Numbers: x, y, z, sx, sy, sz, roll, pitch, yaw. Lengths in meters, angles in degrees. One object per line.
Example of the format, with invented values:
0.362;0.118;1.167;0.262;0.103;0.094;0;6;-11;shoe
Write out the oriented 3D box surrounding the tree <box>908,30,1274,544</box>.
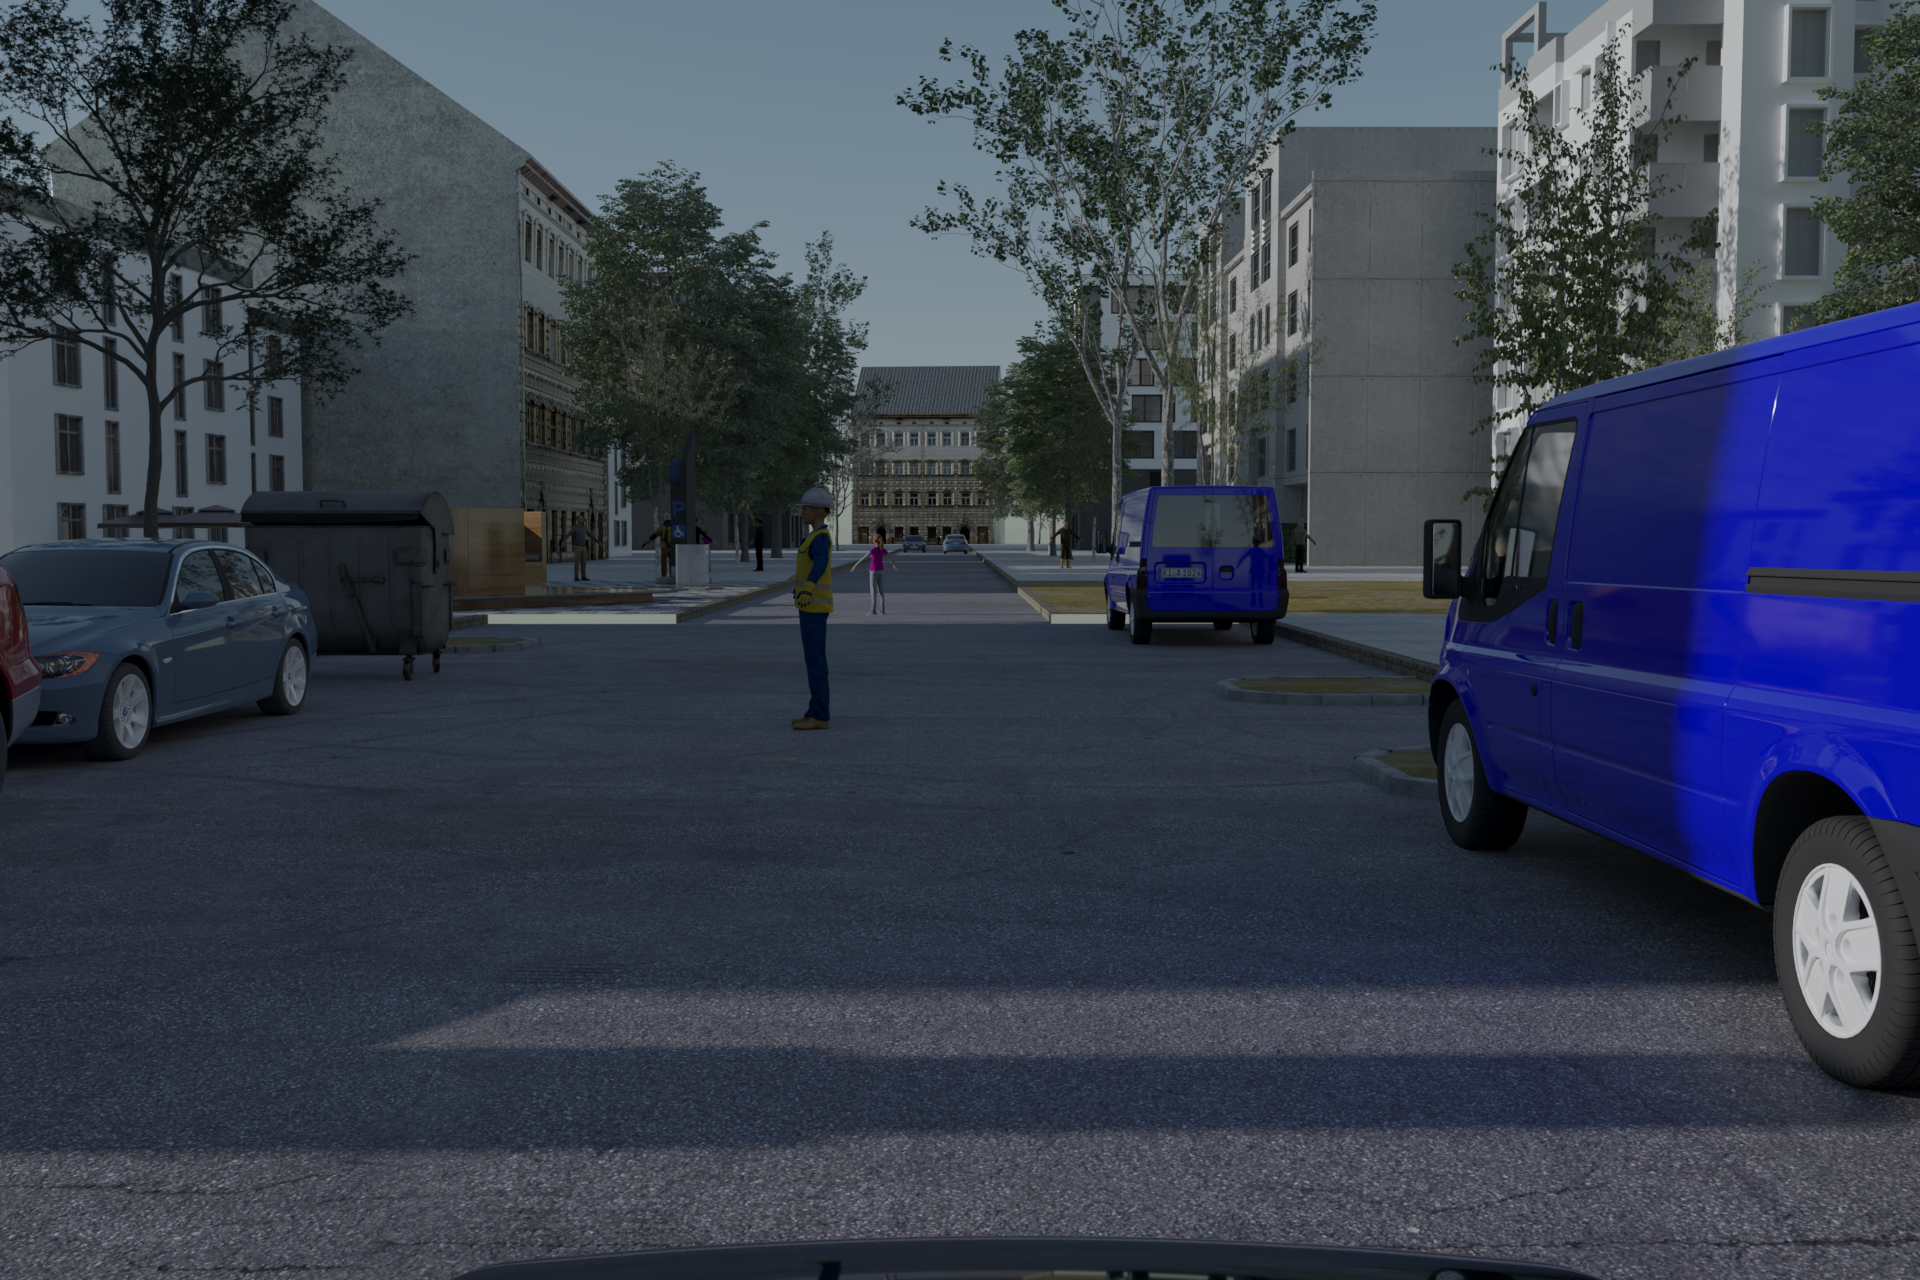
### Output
4.743;-12.896;66.731;12.611;20.169;13.585;0;3;0;tree

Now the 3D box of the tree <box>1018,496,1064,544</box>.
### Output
10.338;-17.355;218.159;7.601;10.594;8.767;0;4;8;tree

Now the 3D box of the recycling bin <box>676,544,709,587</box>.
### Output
-6.507;-1.809;42.136;0.722;1.027;0.722;0;4;-1;recycling bin

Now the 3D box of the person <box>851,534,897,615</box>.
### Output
-1.508;-1.169;30.838;0.991;1.433;0.599;-3;4;-38;person

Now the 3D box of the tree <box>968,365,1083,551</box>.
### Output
5.162;-13.541;128.044;9.857;13.997;8.962;0;3;0;tree

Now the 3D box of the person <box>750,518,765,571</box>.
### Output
-6.954;-3.292;59.760;0.705;1.837;1.347;1;4;10;person

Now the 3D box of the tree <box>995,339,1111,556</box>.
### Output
5.657;-11.156;100.525;7.486;12.596;7.792;0;3;0;tree

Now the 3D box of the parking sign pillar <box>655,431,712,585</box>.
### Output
-7.120;-3.430;44.548;1.447;3.967;1.447;0;4;1;parking sign pillar

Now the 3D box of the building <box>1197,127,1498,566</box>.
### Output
22.136;-13.306;84.014;16.747;18.905;31.486;0;4;0;building

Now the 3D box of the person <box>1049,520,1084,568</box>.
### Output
3.968;-3.600;64.995;1.346;1.812;0.704;-1;4;-13;person

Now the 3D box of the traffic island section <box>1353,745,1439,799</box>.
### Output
3.369;0.782;10.086;1.991;0.108;1.994;0;4;-1;traffic island section

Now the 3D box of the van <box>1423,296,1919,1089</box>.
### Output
3.198;-0.107;6.133;2.240;2.365;5.245;0;4;-1;van

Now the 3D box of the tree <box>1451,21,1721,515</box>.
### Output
9.148;-4.623;25.946;4.737;8.622;4.395;0;3;0;tree

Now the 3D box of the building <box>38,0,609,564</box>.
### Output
-26.967;-15.117;78.099;19.493;23.208;18.063;0;4;-1;building

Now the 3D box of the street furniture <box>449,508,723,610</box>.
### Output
-11.021;-1.558;32.331;9.812;1.723;11.010;3;5;40;street furniture

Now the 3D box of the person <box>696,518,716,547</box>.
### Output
-8.201;-2.900;53.602;1.347;1.806;0.705;1;4;20;person

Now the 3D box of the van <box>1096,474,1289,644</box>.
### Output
3.151;-1.211;24.186;2.240;2.365;5.245;0;3;0;van

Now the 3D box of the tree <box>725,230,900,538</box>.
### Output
-10.116;-15.558;110.265;12.611;20.169;13.585;0;3;0;tree

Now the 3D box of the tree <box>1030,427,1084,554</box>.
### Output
5.462;-9.690;108.800;4.360;8.622;3.978;0;3;0;tree

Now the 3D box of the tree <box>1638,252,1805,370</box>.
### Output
20.218;-5.853;46.059;4.737;8.622;4.395;0;3;0;tree

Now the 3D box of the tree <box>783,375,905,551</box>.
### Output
-9.237;-13.507;131.206;12.009;13.543;11.850;0;3;0;tree

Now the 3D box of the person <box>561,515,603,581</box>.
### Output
-10.388;-2.518;47.436;0.705;1.796;1.348;3;5;42;person

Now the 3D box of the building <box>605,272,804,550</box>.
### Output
-29.054;-18.818;151.654;27.936;21.610;32.646;0;4;0;building

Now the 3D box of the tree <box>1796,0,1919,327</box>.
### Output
22.598;-7.922;36.186;9.857;13.997;8.962;0;3;0;tree

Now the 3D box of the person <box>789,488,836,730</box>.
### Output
-1.151;-0.237;12.796;0.721;1.772;1.216;0;4;-7;person

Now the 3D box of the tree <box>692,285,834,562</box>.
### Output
-9.575;-9.806;78.462;7.486;12.596;7.792;0;3;0;tree

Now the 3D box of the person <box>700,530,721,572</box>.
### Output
-8.650;-3.047;59.086;0.991;1.433;0.599;-1;4;-13;person

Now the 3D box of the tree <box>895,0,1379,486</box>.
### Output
4.528;-11.836;49.404;12.611;20.169;13.585;0;3;0;tree

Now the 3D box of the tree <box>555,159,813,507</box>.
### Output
-9.398;-9.352;59.556;9.857;13.997;8.962;0;3;0;tree

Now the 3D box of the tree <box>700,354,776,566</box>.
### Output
-8.928;-7.340;70.375;4.360;8.622;3.978;0;3;0;tree

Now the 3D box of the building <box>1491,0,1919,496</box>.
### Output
25.125;-12.648;63.221;16.016;20.090;11.380;0;4;0;building

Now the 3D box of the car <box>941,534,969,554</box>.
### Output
-0.335;-6.893;124.697;2.014;1.417;4.499;0;4;-1;car

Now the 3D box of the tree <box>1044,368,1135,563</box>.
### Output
5.994;-7.735;76.822;4.360;8.622;3.978;0;3;0;tree

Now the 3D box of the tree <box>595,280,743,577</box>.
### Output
-8.979;-6.137;50.706;4.360;8.622;3.978;0;3;0;tree

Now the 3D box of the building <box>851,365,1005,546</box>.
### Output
-3.778;-23.961;225.152;18.063;23.208;19.493;0;4;5;building

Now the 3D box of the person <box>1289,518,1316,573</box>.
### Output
11.336;-3.146;57.570;0.705;1.813;1.348;-2;4;-27;person

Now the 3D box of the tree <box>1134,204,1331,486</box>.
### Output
5.586;-5.443;39.356;4.360;8.622;3.978;0;3;0;tree

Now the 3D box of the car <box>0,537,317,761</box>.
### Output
-6.127;-0.028;12.467;2.014;1.417;4.499;0;4;0;car

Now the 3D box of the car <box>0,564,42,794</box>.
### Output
-5.675;0.126;6.610;2.281;1.827;5.304;0;4;0;car

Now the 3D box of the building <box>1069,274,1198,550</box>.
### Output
23.381;-18.882;152.700;27.936;21.610;32.646;0;3;0;building

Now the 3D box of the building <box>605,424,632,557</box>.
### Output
-24.082;-9.874;103.579;9.099;9.664;28.070;0;4;-1;building

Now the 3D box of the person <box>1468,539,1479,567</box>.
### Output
5.327;-0.645;16.383;1.345;1.849;0.704;-1;4;-21;person

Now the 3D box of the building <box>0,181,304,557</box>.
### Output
-26.960;-6.909;55.105;9.099;9.664;28.070;0;4;0;building

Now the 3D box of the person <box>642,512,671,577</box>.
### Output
-7.786;-2.467;46.101;1.354;1.858;0.705;-2;4;-25;person

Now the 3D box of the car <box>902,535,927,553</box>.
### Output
-3.504;-7.392;133.444;1.945;1.354;3.894;0;3;0;car

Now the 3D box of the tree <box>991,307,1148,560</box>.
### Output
5.462;-10.272;86.079;7.486;12.596;7.792;0;3;0;tree

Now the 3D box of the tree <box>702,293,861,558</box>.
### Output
-9.907;-11.351;92.247;9.857;13.997;8.962;0;3;0;tree

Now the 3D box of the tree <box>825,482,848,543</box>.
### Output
-16.767;-16.771;224.559;4.737;8.622;4.395;0;3;0;tree

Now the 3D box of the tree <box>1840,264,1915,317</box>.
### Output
25.467;-5.893;46.716;4.737;8.622;4.395;0;3;0;tree

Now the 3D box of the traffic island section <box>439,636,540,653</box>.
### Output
-6.392;0.065;21.796;1.991;0.108;1.994;0;4;0;traffic island section

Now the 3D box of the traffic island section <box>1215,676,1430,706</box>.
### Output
3.320;0.453;15.459;1.991;0.108;1.994;0;3;0;traffic island section

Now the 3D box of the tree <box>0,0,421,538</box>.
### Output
-11.417;-5.531;24.842;7.601;10.594;8.767;-2;4;-28;tree

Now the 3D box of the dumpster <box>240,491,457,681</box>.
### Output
-6.111;-0.559;17.357;1.865;1.857;1.264;0;4;0;dumpster

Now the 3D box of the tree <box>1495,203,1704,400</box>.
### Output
14.205;-5.410;38.821;4.737;8.622;4.395;0;3;0;tree
